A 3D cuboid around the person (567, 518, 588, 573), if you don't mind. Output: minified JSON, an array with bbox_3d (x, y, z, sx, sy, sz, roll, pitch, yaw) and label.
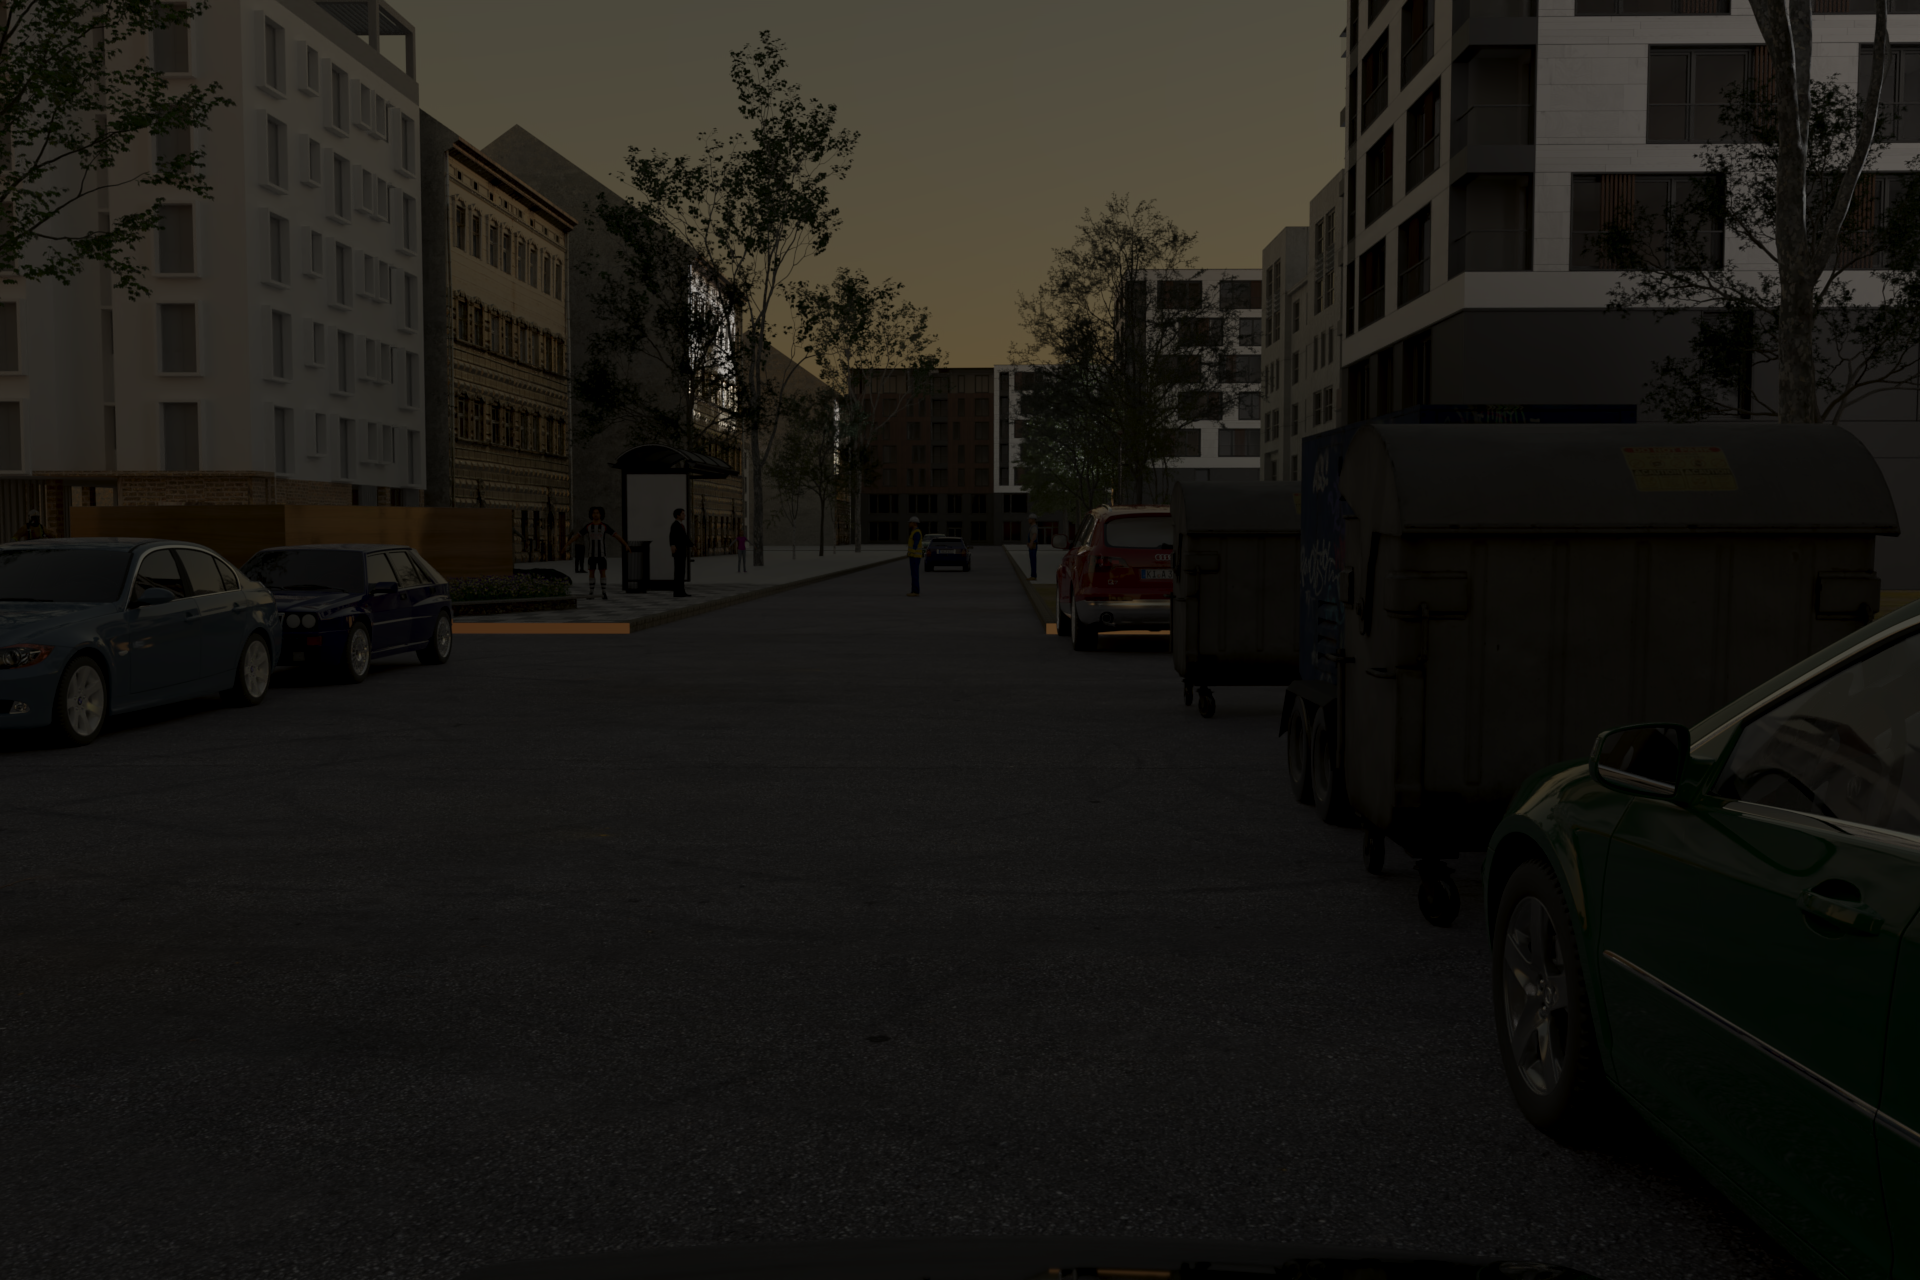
[{"bbox_3d":[-12.500,-3.114,57.039,1.348,1.813,0.705,2,4,33],"label":"person"}]

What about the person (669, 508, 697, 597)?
[{"bbox_3d":[-5.678,-1.777,35.243,0.705,1.806,1.347,1,4,10],"label":"person"}]

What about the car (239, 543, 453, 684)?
[{"bbox_3d":[-6.563,-0.319,17.798,1.945,1.354,3.894,0,4,2],"label":"car"}]

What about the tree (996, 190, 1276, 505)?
[{"bbox_3d":[6.381,-9.272,61.965,12.009,13.543,11.850,0,3,0],"label":"tree"}]

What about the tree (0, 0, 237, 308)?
[{"bbox_3d":[-13.034,-5.840,21.235,9.928,11.665,9.643,0,3,0],"label":"tree"}]

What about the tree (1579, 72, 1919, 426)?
[{"bbox_3d":[16.636,-6.045,33.245,8.767,10.594,7.601,-1,4,-23],"label":"tree"}]

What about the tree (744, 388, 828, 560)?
[{"bbox_3d":[-8.245,-8.348,86.844,4.360,8.622,3.978,0,3,0],"label":"tree"}]

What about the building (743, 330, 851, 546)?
[{"bbox_3d":[-22.466,-22.303,195.578,19.493,23.208,18.063,0,4,1],"label":"building"}]

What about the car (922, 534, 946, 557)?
[{"bbox_3d":[-1.544,-5.849,107.421,2.131,1.459,4.920,0,4,2],"label":"car"}]

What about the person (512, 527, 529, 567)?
[{"bbox_3d":[-15.514,-3.257,59.527,1.348,1.796,0.705,-1,4,-15],"label":"person"}]

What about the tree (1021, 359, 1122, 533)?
[{"bbox_3d":[7.309,-11.754,110.305,7.486,12.596,7.792,0,3,0],"label":"tree"}]

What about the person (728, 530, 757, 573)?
[{"bbox_3d":[-7.259,-2.967,57.774,0.991,1.433,0.599,-2,4,-24],"label":"person"}]

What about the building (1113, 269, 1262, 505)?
[{"bbox_3d":[27.041,-18.704,149.788,27.936,21.610,32.646,0,4,1],"label":"building"}]

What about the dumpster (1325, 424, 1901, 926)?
[{"bbox_3d":[2.454,0.087,6.786,1.865,1.857,1.264,0,4,1],"label":"dumpster"}]

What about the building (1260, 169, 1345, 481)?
[{"bbox_3d":[26.942,-13.821,92.435,16.747,18.905,31.486,0,4,1],"label":"building"}]

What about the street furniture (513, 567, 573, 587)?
[{"bbox_3d":[-12.423,-1.493,40.032,5.734,0.657,10.072,0,4,5],"label":"street furniture"}]

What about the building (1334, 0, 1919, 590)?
[{"bbox_3d":[25.718,-12.905,54.966,27.936,21.610,32.646,0,4,1],"label":"building"}]

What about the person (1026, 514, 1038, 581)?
[{"bbox_3d":[1.988,-2.572,47.906,0.705,1.847,1.347,0,3,0],"label":"person"}]

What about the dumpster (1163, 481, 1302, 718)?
[{"bbox_3d":[2.619,-0.350,13.946,1.865,1.857,1.264,0,4,0],"label":"dumpster"}]

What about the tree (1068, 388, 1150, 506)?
[{"bbox_3d":[6.899,-8.173,83.984,4.360,8.622,3.978,0,3,0],"label":"tree"}]

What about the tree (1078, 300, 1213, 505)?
[{"bbox_3d":[6.420,-6.333,53.914,4.360,8.622,3.978,0,3,0],"label":"tree"}]

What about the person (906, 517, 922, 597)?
[{"bbox_3d":[-1.075,-1.921,39.834,0.705,1.833,1.349,0,4,-5],"label":"person"}]

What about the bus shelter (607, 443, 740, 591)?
[{"bbox_3d":[-6.730,-2.905,41.419,2.014,3.302,5.546,0,4,3],"label":"bus shelter"}]

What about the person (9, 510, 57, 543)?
[{"bbox_3d":[-21.775,-2.142,40.793,0.705,1.858,1.354,3,5,40],"label":"person"}]

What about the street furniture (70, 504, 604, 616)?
[{"bbox_3d":[-10.751,-1.249,27.269,11.010,1.723,9.812,2,4,26],"label":"street furniture"}]

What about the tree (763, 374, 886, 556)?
[{"bbox_3d":[-7.715,-10.128,100.012,7.601,10.594,8.767,-2,4,-29],"label":"tree"}]

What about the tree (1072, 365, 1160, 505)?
[{"bbox_3d":[7.133,-7.635,75.195,4.360,8.622,3.978,0,3,0],"label":"tree"}]

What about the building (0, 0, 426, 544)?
[{"bbox_3d":[-25.277,-11.932,51.516,16.016,20.090,11.380,0,4,2],"label":"building"}]

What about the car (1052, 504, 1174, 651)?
[{"bbox_3d":[2.381,-0.863,22.783,2.281,1.827,5.304,0,4,0],"label":"car"}]

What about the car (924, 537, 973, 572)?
[{"bbox_3d":[-0.462,-3.332,67.053,1.945,1.354,3.894,0,4,2],"label":"car"}]

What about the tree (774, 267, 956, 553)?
[{"bbox_3d":[-6.644,-16.236,121.354,12.611,20.169,13.585,0,3,0],"label":"tree"}]

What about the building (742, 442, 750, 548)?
[{"bbox_3d":[-24.050,-13.399,161.227,9.099,9.664,28.070,0,4,0],"label":"building"}]

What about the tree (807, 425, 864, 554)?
[{"bbox_3d":[-8.066,-9.844,111.310,4.360,8.622,3.978,0,3,0],"label":"tree"}]

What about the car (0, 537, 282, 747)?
[{"bbox_3d":[-6.739,-0.072,13.183,2.014,1.417,4.499,0,4,1],"label":"car"}]

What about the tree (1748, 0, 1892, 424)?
[{"bbox_3d":[7.749,-9.928,18.213,12.611,20.169,13.585,0,3,0],"label":"tree"}]

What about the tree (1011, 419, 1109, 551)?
[{"bbox_3d":[7.553,-12.979,130.332,7.486,12.596,7.792,0,3,0],"label":"tree"}]

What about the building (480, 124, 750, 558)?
[{"bbox_3d":[-23.461,-16.606,102.443,19.493,23.208,18.063,0,4,2],"label":"building"}]

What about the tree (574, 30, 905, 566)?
[{"bbox_3d":[-8.618,-12.963,67.829,12.611,20.169,13.585,0,3,0],"label":"tree"}]

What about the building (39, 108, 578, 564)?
[{"bbox_3d":[-28.477,-14.946,75.299,19.493,23.208,18.063,0,4,2],"label":"building"}]

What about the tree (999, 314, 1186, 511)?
[{"bbox_3d":[7.245,-11.408,96.883,12.009,13.543,11.850,0,3,0],"label":"tree"}]

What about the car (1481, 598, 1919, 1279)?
[{"bbox_3d":[2.280,0.555,2.732,2.131,1.459,4.920,0,3,0],"label":"car"}]

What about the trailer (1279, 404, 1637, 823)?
[{"bbox_3d":[2.502,-0.156,9.598,1.471,1.999,3.904,0,4,0],"label":"trailer"}]

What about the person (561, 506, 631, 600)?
[{"bbox_3d":[-7.123,-1.702,33.979,1.345,1.843,0.704,0,4,-5],"label":"person"}]

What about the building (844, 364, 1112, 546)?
[{"bbox_3d":[2.828,-22.935,221.419,32.646,21.610,27.936,0,4,4],"label":"building"}]

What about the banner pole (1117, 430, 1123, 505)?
[{"bbox_3d":[3.852,-3.158,41.646,0.401,3.779,0.863,0,4,2],"label":"banner pole"}]

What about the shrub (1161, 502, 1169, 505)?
[{"bbox_3d":[4.513,-2.002,36.773,1.661,2.075,1.752,0,3,0],"label":"shrub"}]

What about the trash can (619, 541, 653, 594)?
[{"bbox_3d":[-7.018,-1.581,37.505,0.748,1.137,0.748,0,3,0],"label":"trash can"}]

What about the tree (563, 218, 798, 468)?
[{"bbox_3d":[-8.653,-7.205,52.215,8.767,10.594,7.601,2,4,35],"label":"tree"}]
